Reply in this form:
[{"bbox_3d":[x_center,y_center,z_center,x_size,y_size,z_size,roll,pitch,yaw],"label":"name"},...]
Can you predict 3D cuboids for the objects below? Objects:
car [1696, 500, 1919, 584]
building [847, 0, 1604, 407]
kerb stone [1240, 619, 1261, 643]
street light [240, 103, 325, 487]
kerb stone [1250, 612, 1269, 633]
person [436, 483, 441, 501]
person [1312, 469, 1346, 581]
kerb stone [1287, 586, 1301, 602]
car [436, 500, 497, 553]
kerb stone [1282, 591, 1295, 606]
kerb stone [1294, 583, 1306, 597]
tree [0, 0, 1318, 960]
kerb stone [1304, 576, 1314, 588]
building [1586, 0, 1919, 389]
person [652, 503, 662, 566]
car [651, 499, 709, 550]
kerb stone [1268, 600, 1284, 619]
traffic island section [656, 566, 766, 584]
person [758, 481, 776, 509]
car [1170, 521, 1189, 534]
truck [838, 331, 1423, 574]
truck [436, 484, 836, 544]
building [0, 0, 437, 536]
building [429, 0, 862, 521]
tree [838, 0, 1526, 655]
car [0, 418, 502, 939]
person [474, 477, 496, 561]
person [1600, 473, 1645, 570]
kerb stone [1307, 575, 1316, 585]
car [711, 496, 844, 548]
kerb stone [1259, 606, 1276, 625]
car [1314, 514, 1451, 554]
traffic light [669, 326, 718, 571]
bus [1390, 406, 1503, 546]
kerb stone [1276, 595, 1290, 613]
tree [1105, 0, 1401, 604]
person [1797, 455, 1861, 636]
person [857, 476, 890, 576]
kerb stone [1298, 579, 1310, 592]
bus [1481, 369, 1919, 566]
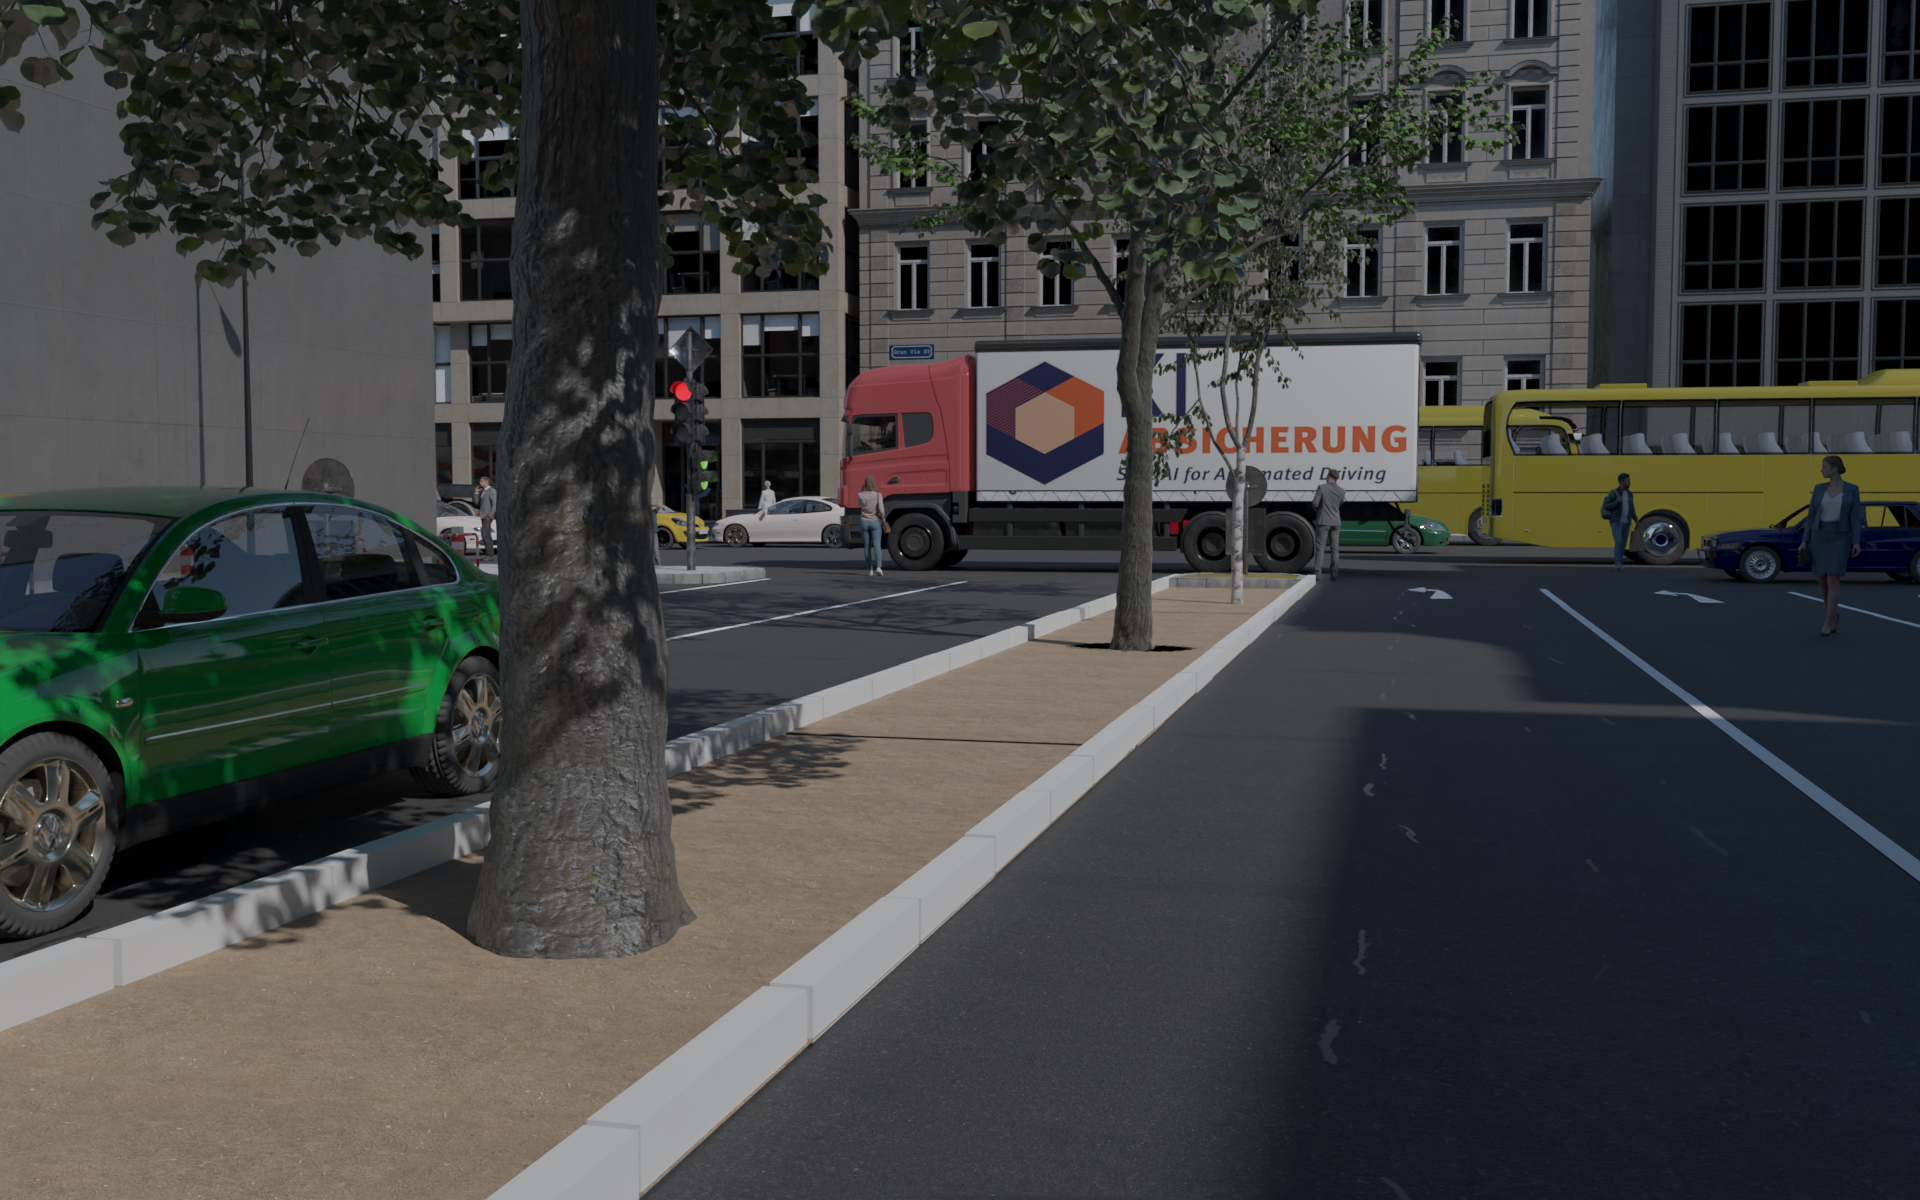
[{"bbox_3d":[14.186,-0.959,28.253,3.894,1.354,1.945,1,4,14],"label":"car"},{"bbox_3d":[9.573,-16.232,62.660,25.104,27.353,12.463,1,4,15],"label":"building"},{"bbox_3d":[2.823,0.320,16.966,0.120,0.150,1.000,1,4,15],"label":"kerb stone"},{"bbox_3d":[-8.139,-2.957,20.887,1.470,5.913,1.316,1,4,15],"label":"street light"},{"bbox_3d":[3.080,0.259,17.959,0.120,0.150,1.000,1,4,15],"label":"kerb stone"},{"bbox_3d":[-15.435,-2.550,50.369,0.592,1.802,0.473,1,4,18],"label":"person"},{"bbox_3d":[6.060,-1.253,28.785,0.655,1.846,0.447,-1,4,-17],"label":"person"},{"bbox_3d":[4.383,-0.045,22.930,0.120,0.150,1.000,1,4,15],"label":"kerb stone"},{"bbox_3d":[-12.975,-1.784,41.538,4.827,1.381,2.083,1,4,16],"label":"car"},{"bbox_3d":[4.121,0.016,21.938,0.120,0.150,1.000,1,4,15],"label":"kerb stone"},{"bbox_3d":[4.652,-0.105,23.930,0.120,0.150,1.000,1,4,15],"label":"kerb stone"},{"bbox_3d":[-1.235,-5.884,5.316,9.857,13.997,8.962,0,3,0],"label":"tree"},{"bbox_3d":[5.175,-0.223,25.927,0.120,0.150,1.000,1,4,15],"label":"kerb stone"},{"bbox_3d":[36.566,-14.521,56.489,30.058,24.678,14.314,1,4,15],"label":"building"},{"bbox_3d":[-5.589,-1.162,31.405,0.435,1.345,0.340,-1,4,-9],"label":"person"},{"bbox_3d":[-8.562,-2.158,45.505,3.980,1.641,2.015,1,4,16],"label":"car"},{"bbox_3d":[3.606,0.139,19.947,0.120,0.150,1.000,1,4,15],"label":"kerb stone"},{"bbox_3d":[-4.539,-0.420,29.149,2.009,0.180,2.903,1,4,15],"label":"traffic island section"},{"bbox_3d":[-5.913,-2.768,53.631,0.818,1.842,0.514,1,4,21],"label":"person"},{"bbox_3d":[5.137,-2.265,46.077,4.494,1.783,2.155,1,4,13],"label":"car"},{"bbox_3d":[2.743,-2.655,32.329,11.283,4.237,2.839,1,4,13],"label":"truck"},{"bbox_3d":[-11.713,-3.802,51.925,18.799,4.110,2.967,1,4,13],"label":"truck"},{"bbox_3d":[-24.149,-12.619,25.393,30.058,24.678,14.314,1,4,15],"label":"building"},{"bbox_3d":[-18.233,-16.448,73.435,34.151,26.468,19.350,1,4,15],"label":"building"},{"bbox_3d":[1.661,-5.332,15.397,9.928,11.665,9.643,0,3,0],"label":"tree"},{"bbox_3d":[-3.459,0.102,7.122,1.959,1.807,4.718,1,4,14],"label":"car"},{"bbox_3d":[-10.137,-1.734,37.037,0.473,1.802,0.592,-1,4,-20],"label":"person"},{"bbox_3d":[12.403,-1.460,32.353,0.794,1.824,0.713,0,4,-1],"label":"person"},{"bbox_3d":[5.442,-0.290,26.942,0.120,0.150,1.000,1,4,15],"label":"kerb stone"},{"bbox_3d":[-4.373,-2.111,46.869,4.827,1.381,2.083,1,4,15],"label":"car"},{"bbox_3d":[3.334,0.200,18.953,0.120,0.150,1.000,1,4,15],"label":"kerb stone"},{"bbox_3d":[9.470,-1.873,42.417,4.920,1.459,2.131,1,4,16],"label":"car"},{"bbox_3d":[-4.502,-2.452,29.004,0.839,4.253,0.868,1,4,15],"label":"traffic light"},{"bbox_3d":[11.676,-3.543,49.477,12.252,3.916,2.896,1,4,14],"label":"bus"},{"bbox_3d":[3.866,0.079,20.942,0.120,0.150,1.000,1,4,15],"label":"kerb stone"},{"bbox_3d":[3.636,-4.259,22.446,4.360,8.622,3.978,0,3,0],"label":"tree"},{"bbox_3d":[8.892,-0.556,17.615,0.654,1.822,0.581,-2,4,-35],"label":"person"},{"bbox_3d":[-1.525,-1.301,30.370,0.593,1.750,0.643,0,4,6],"label":"person"},{"bbox_3d":[4.912,-0.167,24.924,0.120,0.150,1.000,1,4,15],"label":"kerb stone"},{"bbox_3d":[17.030,-2.662,35.076,12.252,3.916,2.896,1,4,13],"label":"bus"}]
